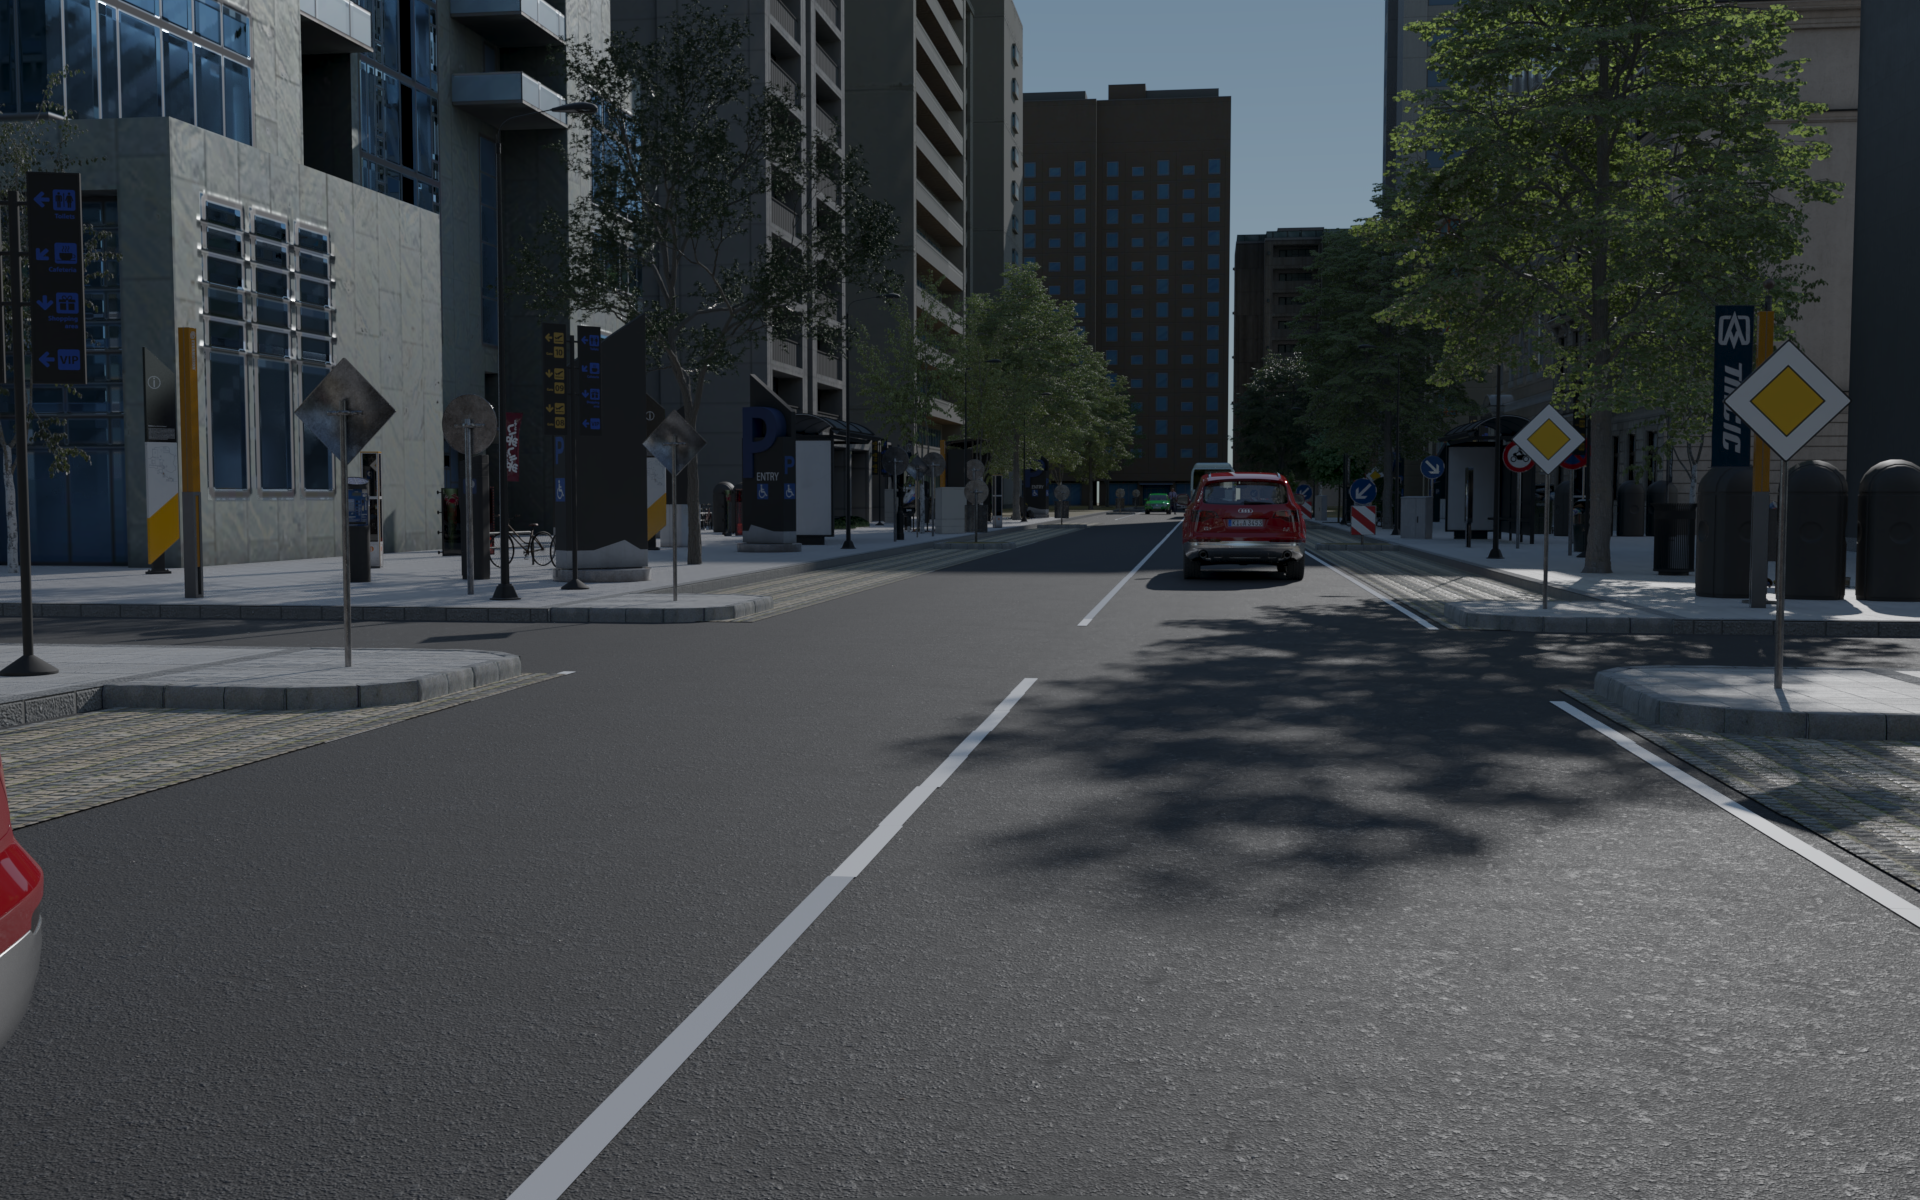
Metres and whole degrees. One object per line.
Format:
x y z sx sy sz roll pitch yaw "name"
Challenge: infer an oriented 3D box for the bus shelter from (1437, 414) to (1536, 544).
14.276 -3.232 46.765 2.014 3.302 5.546 0 4 8 "bus shelter"

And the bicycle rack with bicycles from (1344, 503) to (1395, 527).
16.673 -3.303 67.394 2.852 0.926 2.925 -1 4 -17 "bicycle rack with bicycles"

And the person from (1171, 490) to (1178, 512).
17.126 -7.976 139.442 0.750 1.759 0.617 -2 4 -26 "person"

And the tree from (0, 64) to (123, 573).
-15.383 -4.726 27.629 4.360 8.622 3.978 0 3 0 "tree"

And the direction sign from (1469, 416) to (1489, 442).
15.051 -3.568 50.329 0.876 3.537 0.379 -3 4 -37 "direction sign"

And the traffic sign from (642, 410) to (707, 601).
-3.412 -1.044 20.713 0.795 2.450 0.064 0 4 8 "traffic sign"

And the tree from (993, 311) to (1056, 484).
1.084 -7.240 68.741 4.737 8.622 4.395 0 3 0 "tree"

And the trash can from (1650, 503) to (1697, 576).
11.298 -0.962 27.390 0.748 1.137 0.748 0 3 0 "trash can"

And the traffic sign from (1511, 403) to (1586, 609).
6.528 -0.956 19.276 0.795 2.450 0.064 0 4 8 "traffic sign"

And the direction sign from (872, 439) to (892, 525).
-3.285 -4.819 70.792 0.876 3.537 0.379 3 5 43 "direction sign"

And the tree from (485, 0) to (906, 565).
-4.713 -5.944 31.590 8.767 10.594 7.601 1 4 17 "tree"

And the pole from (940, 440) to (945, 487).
-0.653 -4.377 65.414 0.158 3.312 0.155 0 3 0 "pole"

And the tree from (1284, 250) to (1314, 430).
15.530 -8.855 62.908 7.486 12.596 7.792 0 3 0 "tree"

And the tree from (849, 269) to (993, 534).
-1.458 -6.460 55.976 4.737 8.622 4.395 0 3 0 "tree"

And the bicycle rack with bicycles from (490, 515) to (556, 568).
-7.045 -1.032 30.256 2.852 0.926 2.925 1 4 23 "bicycle rack with bicycles"

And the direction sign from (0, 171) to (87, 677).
-6.636 -1.238 12.237 0.876 3.537 0.379 -1 4 -11 "direction sign"

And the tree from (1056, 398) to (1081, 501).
6.210 -9.775 110.187 4.737 8.622 4.395 0 3 0 "tree"

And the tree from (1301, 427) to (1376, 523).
16.752 -5.695 76.830 4.285 4.588 4.351 0 3 0 "tree"

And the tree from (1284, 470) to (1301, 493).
26.484 -8.789 138.298 1.663 3.219 1.824 0 3 0 "tree"

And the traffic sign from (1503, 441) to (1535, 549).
13.120 -2.481 40.672 0.768 2.556 0.104 1 4 8 "traffic sign"

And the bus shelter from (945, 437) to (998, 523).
0.479 -5.117 74.947 1.731 3.624 6.357 1 4 8 "bus shelter"

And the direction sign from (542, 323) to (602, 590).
-5.188 -1.911 23.242 0.876 3.537 0.379 -3 5 -43 "direction sign"

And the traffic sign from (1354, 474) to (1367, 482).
21.383 -5.672 92.839 0.768 2.556 0.104 1 4 10 "traffic sign"

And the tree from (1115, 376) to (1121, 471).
4.951 -11.072 99.159 7.486 12.596 7.792 0 3 0 "tree"

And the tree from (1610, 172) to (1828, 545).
17.270 -5.424 39.042 4.737 8.622 4.395 0 3 0 "tree"

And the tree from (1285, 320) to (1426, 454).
19.363 -9.185 84.594 7.601 10.594 8.767 1 4 16 "tree"

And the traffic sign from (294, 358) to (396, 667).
-4.543 -0.561 12.808 0.795 2.450 0.064 0 4 8 "traffic sign"

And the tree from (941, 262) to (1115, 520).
2.755 -10.180 84.572 7.486 12.596 7.792 0 3 0 "tree"

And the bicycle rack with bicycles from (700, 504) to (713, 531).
-9.839 -2.985 62.184 2.852 0.926 2.925 1 4 9 "bicycle rack with bicycles"

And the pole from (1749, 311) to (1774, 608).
8.998 -1.566 19.440 0.158 3.312 0.155 0 3 0 "pole"

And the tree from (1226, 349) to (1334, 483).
28.476 -15.081 153.231 9.857 13.997 8.962 0 3 0 "tree"

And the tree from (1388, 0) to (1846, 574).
10.319 -6.736 28.257 7.486 12.596 7.792 0 3 0 "tree"

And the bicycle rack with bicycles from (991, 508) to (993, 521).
0.205 -4.286 83.455 2.852 0.926 2.925 -1 4 -11 "bicycle rack with bicycles"

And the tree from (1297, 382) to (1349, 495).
22.248 -9.516 105.944 4.360 8.622 3.978 0 3 0 "tree"

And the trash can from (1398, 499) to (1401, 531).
14.234 -2.661 55.166 0.748 1.137 0.748 0 3 0 "trash can"

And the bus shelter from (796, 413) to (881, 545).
-3.588 -3.185 45.991 2.014 3.302 5.546 0 4 8 "bus shelter"

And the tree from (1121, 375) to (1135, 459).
10.346 -13.443 137.914 7.486 12.596 7.792 0 3 0 "tree"

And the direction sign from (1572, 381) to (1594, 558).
12.656 -2.624 34.904 0.876 3.537 0.379 -2 4 -28 "direction sign"

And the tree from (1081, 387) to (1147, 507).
14.115 -14.726 166.523 9.928 11.665 9.643 0 3 0 "tree"

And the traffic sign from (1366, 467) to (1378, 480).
17.193 -4.315 71.741 0.795 2.450 0.064 1 4 10 "traffic sign"

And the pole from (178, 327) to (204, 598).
-9.460 -1.679 21.297 0.158 3.312 0.155 0 3 0 "pole"

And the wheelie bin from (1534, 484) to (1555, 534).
18.676 -2.904 55.389 0.980 1.594 0.693 1 4 23 "wheelie bin"

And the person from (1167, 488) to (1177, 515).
14.803 -6.873 120.747 0.709 1.838 0.599 1 4 12 "person"

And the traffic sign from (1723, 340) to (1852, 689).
5.398 -0.473 11.371 0.795 2.450 0.064 0 4 8 "traffic sign"
